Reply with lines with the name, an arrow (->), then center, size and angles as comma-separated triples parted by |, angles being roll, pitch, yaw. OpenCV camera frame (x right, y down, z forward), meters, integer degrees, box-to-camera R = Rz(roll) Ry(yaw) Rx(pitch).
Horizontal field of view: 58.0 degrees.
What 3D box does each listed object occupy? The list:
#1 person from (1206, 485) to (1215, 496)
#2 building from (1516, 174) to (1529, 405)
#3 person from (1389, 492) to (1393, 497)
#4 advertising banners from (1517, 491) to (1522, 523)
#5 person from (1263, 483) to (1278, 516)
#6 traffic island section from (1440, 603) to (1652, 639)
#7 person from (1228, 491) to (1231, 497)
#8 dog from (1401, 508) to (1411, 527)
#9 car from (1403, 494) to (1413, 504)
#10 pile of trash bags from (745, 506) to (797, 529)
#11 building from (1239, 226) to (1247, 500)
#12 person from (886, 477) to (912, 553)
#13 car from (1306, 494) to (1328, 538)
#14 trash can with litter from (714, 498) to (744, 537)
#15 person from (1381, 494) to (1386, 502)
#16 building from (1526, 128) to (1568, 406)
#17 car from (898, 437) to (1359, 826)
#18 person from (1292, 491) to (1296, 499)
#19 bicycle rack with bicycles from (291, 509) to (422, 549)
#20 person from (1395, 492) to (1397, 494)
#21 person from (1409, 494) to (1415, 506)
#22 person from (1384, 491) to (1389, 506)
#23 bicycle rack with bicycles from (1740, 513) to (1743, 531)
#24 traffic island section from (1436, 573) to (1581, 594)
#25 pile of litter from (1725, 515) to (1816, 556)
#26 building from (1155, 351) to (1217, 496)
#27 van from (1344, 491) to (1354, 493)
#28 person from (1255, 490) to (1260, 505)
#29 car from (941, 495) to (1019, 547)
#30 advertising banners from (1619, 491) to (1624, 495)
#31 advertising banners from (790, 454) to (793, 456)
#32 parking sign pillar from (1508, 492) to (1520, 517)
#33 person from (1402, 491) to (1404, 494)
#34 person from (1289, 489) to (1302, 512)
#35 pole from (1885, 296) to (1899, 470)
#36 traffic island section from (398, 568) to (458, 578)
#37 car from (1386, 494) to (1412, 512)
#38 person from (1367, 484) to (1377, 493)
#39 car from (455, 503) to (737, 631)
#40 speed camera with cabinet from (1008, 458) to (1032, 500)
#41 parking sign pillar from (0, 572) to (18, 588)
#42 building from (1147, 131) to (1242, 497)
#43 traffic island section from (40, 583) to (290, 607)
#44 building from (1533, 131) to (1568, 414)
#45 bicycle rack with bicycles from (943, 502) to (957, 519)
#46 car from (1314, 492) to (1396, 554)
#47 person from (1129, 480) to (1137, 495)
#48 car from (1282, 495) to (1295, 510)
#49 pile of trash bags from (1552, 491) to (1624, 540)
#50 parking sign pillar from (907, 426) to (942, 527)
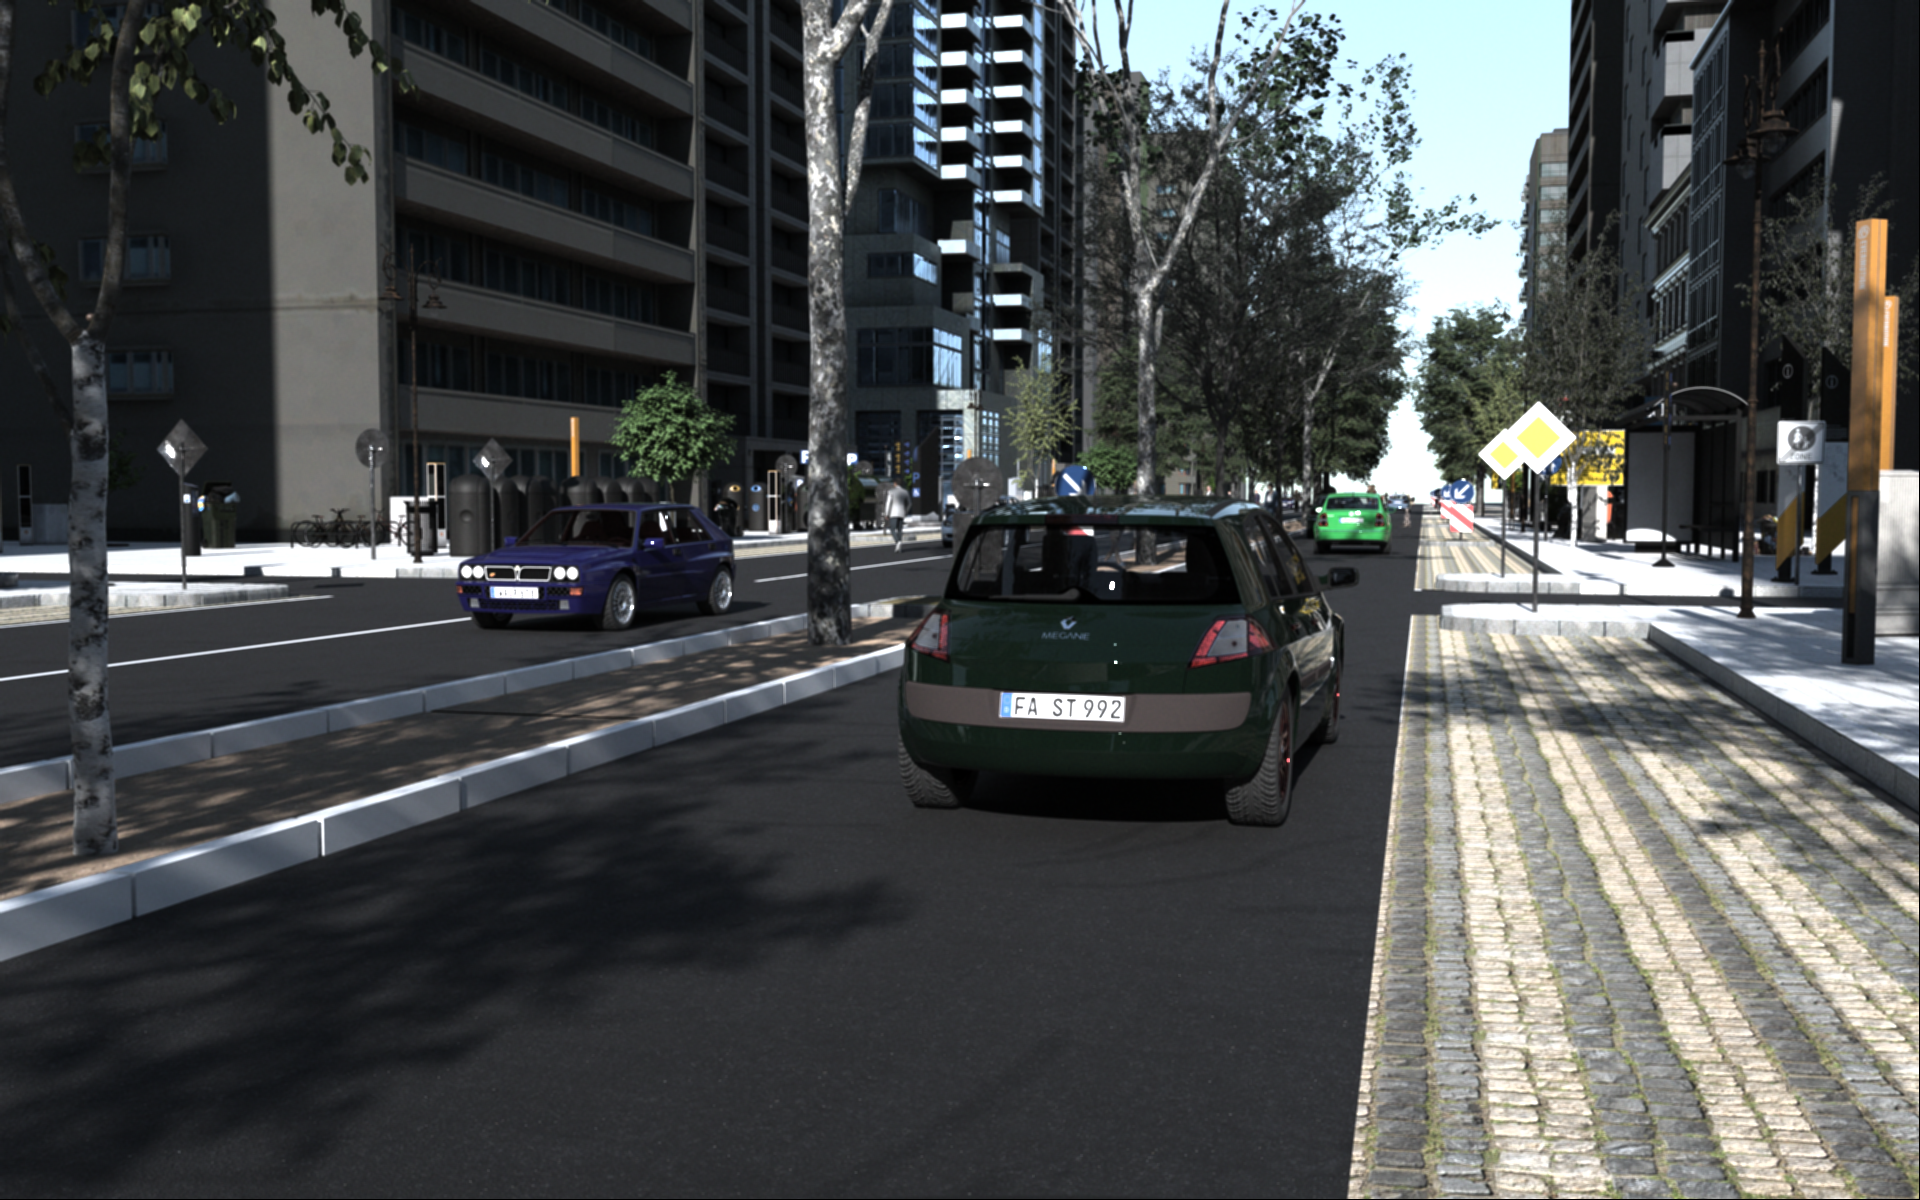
person -> 9.735, -3.609, 67.906 | 0.834, 1.777, 0.661 | -2, 4, -31
building -> 86.712, -37.460, 232.080 | 23.786, 49.044, 30.456 | 1, 4, 15
person -> 46.939, -10.941, 188.321 | 0.436, 1.711, 0.756 | 0, 4, 7
advertising banners -> 25.905, -4.977, 77.566 | 2.074, 3.025, 0.090 | -1, 4, -16
person -> 11.017, -3.224, 61.239 | 0.654, 1.822, 0.581 | -3, 5, -41
traffic island section -> 6.260, 0.213, 18.804 | 2.009, 0.180, 2.903 | 1, 4, 15
person -> 23.046, -8.512, 148.476 | 0.445, 1.727, 0.742 | 0, 4, -4
dog -> 19.591, -3.636, 76.291 | 0.800, 0.831, 0.513 | -3, 4, -36
car -> 41.098, -9.221, 160.983 | 2.015, 1.641, 3.980 | 1, 4, 14
pile of trash bags -> -6.849, -3.333, 64.246 | 1.912, 1.369, 3.447 | 3, 4, 38
building -> 34.197, -34.797, 252.522 | 14.154, 41.232, 14.086 | 1, 4, 15
person -> -1.497, -2.097, 42.627 | 0.661, 1.843, 0.795 | -1, 4, -23
car -> 12.629, -2.810, 57.734 | 2.131, 1.459, 4.920 | 1, 4, 17
trash can with litter -> -6.868, -2.467, 51.724 | 0.624, 1.170, 1.055 | 1, 4, 14
person -> 48.679, -11.486, 199.554 | 1.065, 1.426, 0.557 | 1, 4, 15
building -> 76.707, -34.319, 211.234 | 14.600, 45.320, 14.200 | 1, 4, 15
car -> 1.010, 0.047, 9.021 | 2.009, 1.686, 4.222 | 1, 4, 17
person -> 41.131, -12.482, 212.577 | 1.348, 1.824, 0.705 | 3, 4, 37
bicycle rack with bicycles -> -14.917, -1.746, 41.928 | 2.925, 0.926, 2.852 | 1, 4, 16
person -> 55.614, -12.977, 221.386 | 1.217, 1.736, 0.721 | -3, 5, -40
person -> 53.271, -11.784, 204.355 | 0.799, 1.438, 0.628 | 1, 4, 15
person -> 51.296, -12.211, 208.674 | 0.721, 1.766, 1.217 | -3, 5, -40
bicycle rack with bicycles -> 26.114, -2.898, 60.759 | 2.852, 0.926, 2.925 | -1, 4, -20
traffic island section -> 8.330, -0.259, 26.517 | 2.009, 0.180, 2.903 | 1, 4, 15
pile of litter -> 17.146, -1.384, 36.598 | 1.176, 0.858, 1.719 | -3, 5, -40
building -> 15.998, -22.476, 212.528 | 27.650, 21.520, 28.899 | 1, 4, 15
van -> 48.953, -12.896, 217.867 | 2.013, 2.044, 4.112 | 1, 4, 13
person -> 19.112, -6.253, 111.648 | 0.530, 1.710, 0.541 | -2, 4, -30
car -> 0.774, -2.199, 47.954 | 2.014, 1.417, 4.499 | 1, 4, 14
advertising banners -> 35.918, -6.022, 94.647 | 2.074, 3.025, 0.090 | 0, 4, -3
advertising banners -> -7.190, -4.935, 76.877 | 0.090, 3.025, 2.074 | 1, 4, 21
parking sign pillar -> 31.018, -6.581, 96.069 | 1.447, 3.967, 1.447 | 0, 4, 6
person -> 65.127, -15.033, 254.305 | 1.348, 1.823, 0.705 | -1, 4, -16
person -> 26.839, -7.922, 138.168 | 1.348, 1.807, 0.705 | -2, 4, -34
pole -> 9.583, -1.475, 17.965 | 0.158, 3.312, 0.155 | 0, 3, 0
traffic island section -> -8.371, -0.533, 30.988 | 2.009, 0.180, 2.903 | 1, 4, 15
car -> 34.540, -7.603, 136.316 | 2.014, 1.417, 4.499 | 1, 4, 17
person -> 16.991, -3.859, 71.565 | 0.573, 1.828, 0.580 | -2, 4, -32
car -> -3.981, -0.421, 19.468 | 1.945, 1.354, 3.894 | 1, 4, 17
speed camera with cabinet -> 3.541, -6.250, 96.527 | 0.660, 3.252, 2.038 | 3, 5, 42
parking sign pillar -> -13.730, -2.150, 23.621 | 1.447, 3.967, 1.447 | -1, 4, -13
building -> 26.330, -37.431, 235.697 | 21.300, 48.544, 21.600 | 1, 4, 15
traffic island section -> -10.441, -0.061, 23.275 | 2.009, 0.180, 2.903 | 1, 4, 15
building -> 72.600, -31.400, 196.990 | 14.154, 41.232, 14.086 | 1, 4, 15
bicycle rack with bicycles -> -1.173, -4.198, 82.016 | 2.852, 0.926, 2.925 | 2, 4, 23
car -> 9.712, -2.070, 42.638 | 1.959, 1.807, 4.718 | 1, 4, 15
person -> 4.460, -2.108, 43.314 | 0.624, 1.780, 0.694 | -3, 4, -38
car -> 30.167, -9.060, 160.711 | 1.945, 1.354, 3.894 | 1, 4, 14
pile of trash bags -> 18.116, -2.424, 49.381 | 1.912, 1.369, 3.447 | 1, 4, 9
parking sign pillar -> -1.361, -4.872, 68.133 | 1.447, 3.967, 1.447 | 2, 4, 33
